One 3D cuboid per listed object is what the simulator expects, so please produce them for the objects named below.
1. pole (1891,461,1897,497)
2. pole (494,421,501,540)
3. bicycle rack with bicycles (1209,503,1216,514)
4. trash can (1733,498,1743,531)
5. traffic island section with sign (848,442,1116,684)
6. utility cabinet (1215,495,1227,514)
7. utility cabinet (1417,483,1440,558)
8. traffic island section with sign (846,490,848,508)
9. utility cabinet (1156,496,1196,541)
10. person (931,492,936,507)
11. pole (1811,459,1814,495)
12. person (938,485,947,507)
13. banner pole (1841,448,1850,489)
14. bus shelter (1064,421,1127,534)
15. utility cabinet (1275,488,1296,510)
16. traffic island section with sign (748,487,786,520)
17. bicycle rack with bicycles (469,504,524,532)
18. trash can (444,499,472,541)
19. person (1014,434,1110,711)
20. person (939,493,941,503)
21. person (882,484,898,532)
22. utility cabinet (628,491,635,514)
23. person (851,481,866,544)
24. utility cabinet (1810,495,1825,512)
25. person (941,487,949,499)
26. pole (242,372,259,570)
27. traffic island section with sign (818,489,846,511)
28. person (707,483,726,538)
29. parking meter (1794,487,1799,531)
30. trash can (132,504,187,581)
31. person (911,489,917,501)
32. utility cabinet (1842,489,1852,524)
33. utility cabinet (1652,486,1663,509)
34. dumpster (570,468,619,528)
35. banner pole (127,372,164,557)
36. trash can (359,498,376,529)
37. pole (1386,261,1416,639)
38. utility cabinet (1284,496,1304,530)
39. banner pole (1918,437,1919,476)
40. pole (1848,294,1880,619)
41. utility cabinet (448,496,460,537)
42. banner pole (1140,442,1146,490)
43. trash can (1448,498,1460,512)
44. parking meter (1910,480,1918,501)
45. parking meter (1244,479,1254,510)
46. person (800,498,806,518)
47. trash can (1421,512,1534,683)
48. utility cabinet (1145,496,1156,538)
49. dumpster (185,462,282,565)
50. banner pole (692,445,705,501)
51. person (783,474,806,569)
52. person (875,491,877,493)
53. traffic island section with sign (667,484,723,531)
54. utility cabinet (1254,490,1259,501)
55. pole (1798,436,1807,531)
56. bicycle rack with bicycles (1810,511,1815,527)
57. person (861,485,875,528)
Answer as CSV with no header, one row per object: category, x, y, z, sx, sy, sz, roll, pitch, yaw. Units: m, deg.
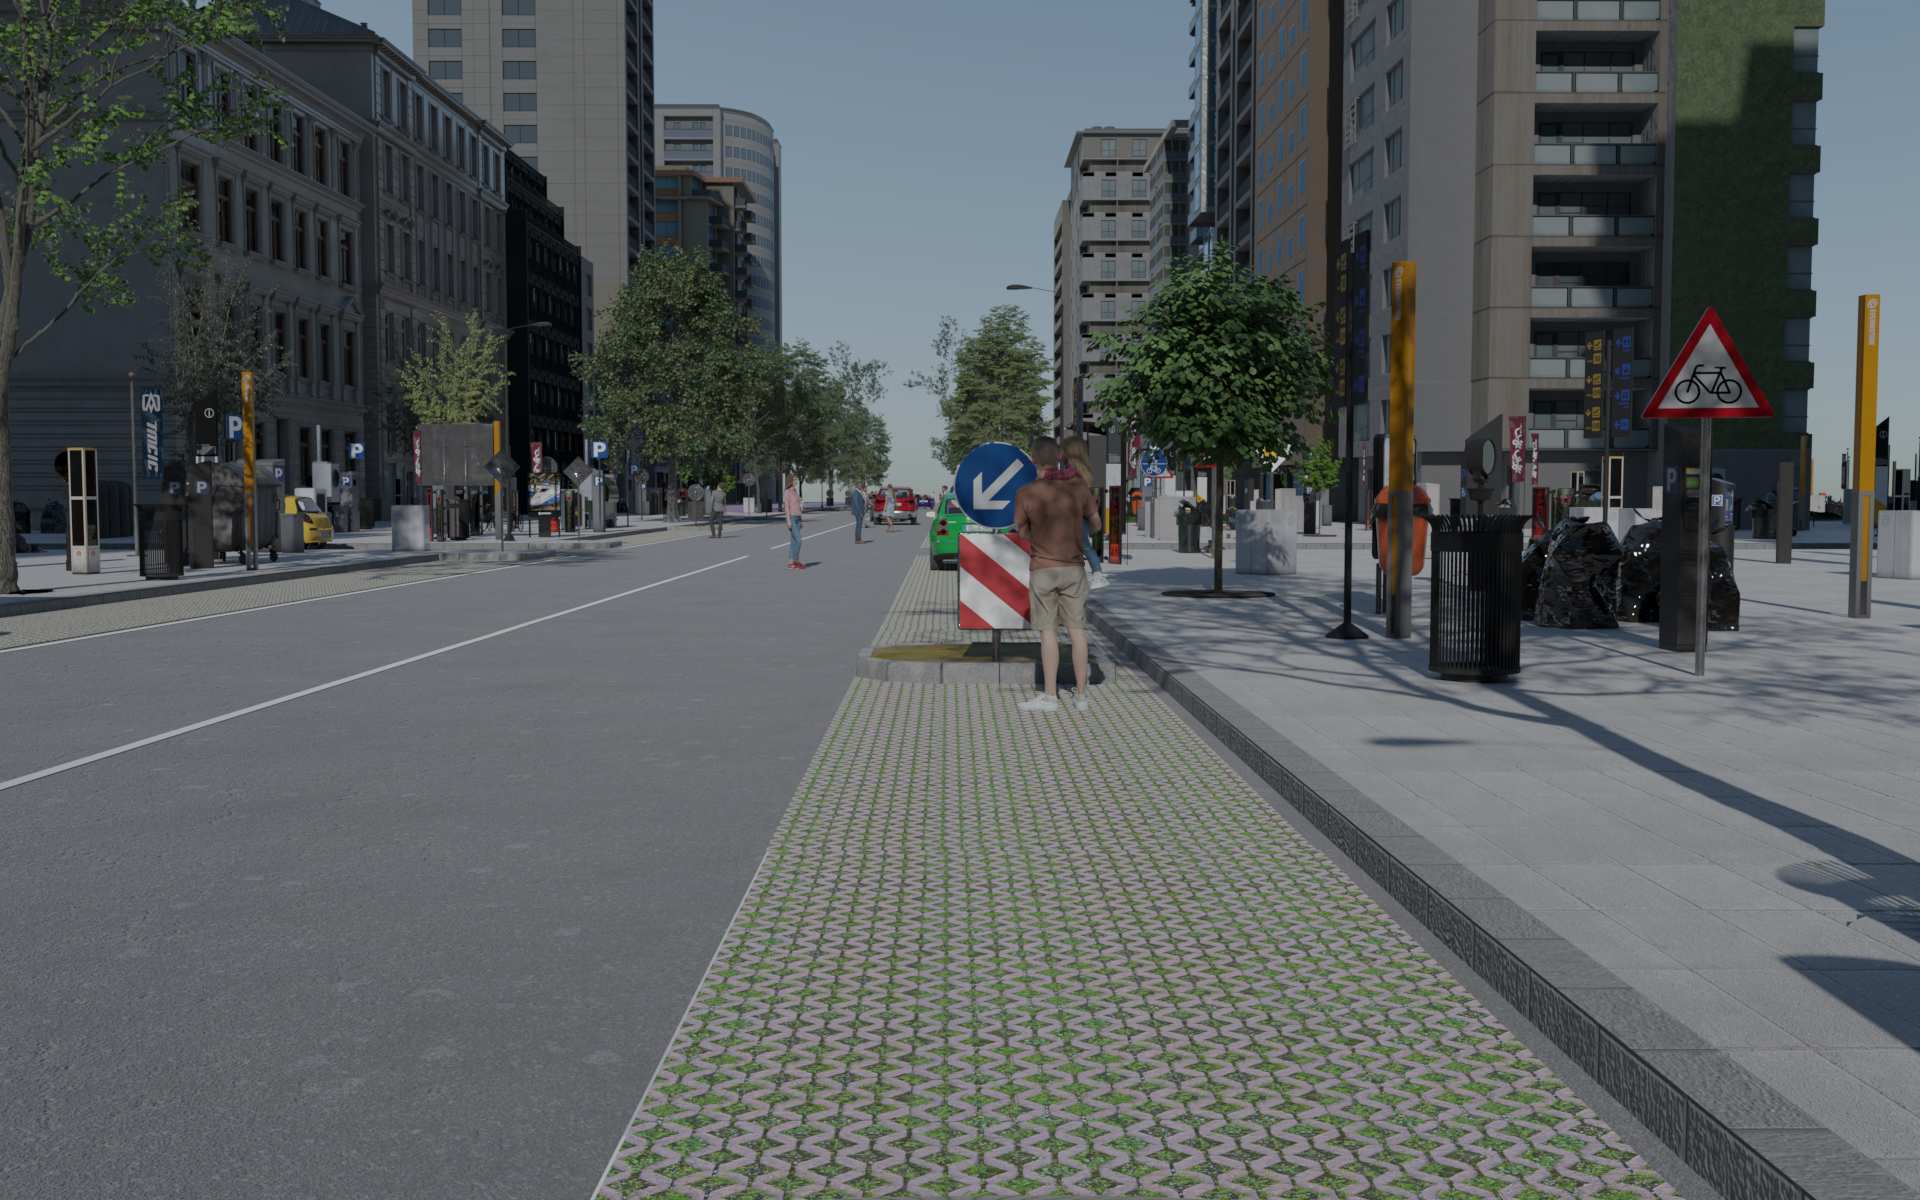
pole,57.552,-6.906,106.748,0.158,3.312,0.155,0,3,0
pole,-12.926,-3.342,48.485,0.158,3.312,0.155,0,3,0
bicycle rack with bicycles,13.491,-5.151,97.600,2.925,0.926,2.852,-1,4,-9
trash can,26.783,-2.966,60.150,0.748,1.137,0.748,0,3,0
traffic island section with sign,0.172,-0.323,13.915,1.989,1.847,2.006,0,4,0
utility cabinet,14.149,-4.966,92.358,1.020,1.237,0.306,2,4,29
utility cabinet,9.221,-1.593,34.727,0.318,1.500,1.173,-1,4,-11
traffic island section with sign,-11.137,-10.087,173.553,1.989,1.847,2.006,0,4,0
utility cabinet,5.983,-2.229,47.601,1.020,1.237,0.306,3,5,39
person,-2.985,-11.386,195.601,0.436,1.711,0.756,-1,4,-12
pole,49.440,-6.529,100.595,0.158,3.312,0.155,0,3,0
person,-0.579,-3.893,72.420,0.850,1.792,0.678,-1,4,-9
banner pole,48.018,-6.360,94.000,0.401,3.779,0.863,0,4,1
bus shelter,4.511,-4.088,58.114,1.731,3.624,6.357,0,4,0
utility cabinet,12.955,-3.691,69.028,0.318,1.500,1.173,3,4,38
traffic island section with sign,-10.595,-5.294,95.182,1.989,1.847,2.006,0,4,0
bicycle rack with bicycles,-16.210,-2.784,58.906,2.852,0.926,2.925,-1,4,-23
trash can,-13.905,-2.223,47.997,0.748,1.137,0.748,0,3,0
person,0.687,-0.185,11.505,0.573,1.828,0.580,2,4,31
person,-2.981,-15.572,264.578,0.415,1.643,0.593,1,4,18
person,-2.574,-3.435,64.763,0.616,1.811,0.778,-2,4,-29
utility cabinet,-20.866,-6.316,111.953,1.173,1.500,0.318,0,4,7
person,-2.923,-2.521,49.906,0.419,1.800,0.721,0,4,-5
utility cabinet,46.963,-5.138,95.170,1.020,1.237,0.306,0,4,-2
person,-0.673,-4.633,84.210,0.622,1.834,0.822,2,4,34
pole,-11.908,-2.153,29.047,0.158,3.312,0.155,0,3,0
traffic island section with sign,-10.946,-8.439,146.599,1.989,1.847,2.006,0,4,0
person,-7.875,-2.900,56.094,0.592,1.802,0.473,-1,4,-21
parking meter,27.610,-3.002,57.487,0.372,1.533,0.369,0,3,0
trash can,-11.919,-0.867,25.835,0.748,1.137,0.748,0,3,0
person,-3.346,-6.826,120.374,0.678,1.792,0.850,-1,4,-13
utility cabinet,37.955,-3.942,73.128,1.173,1.500,0.318,1,4,14
utility cabinet,20.276,-2.475,49.137,1.173,1.500,0.318,1,4,23
dumpster,-13.681,-3.809,64.766,1.502,2.255,1.985,0,4,0
banner pole,-16.833,-2.800,35.798,0.401,3.779,0.863,3,4,38
trash can,-21.644,-3.146,63.088,0.748,1.137,0.748,0,3,0
pole,3.904,-1.314,15.321,0.158,3.312,0.155,0,3,0
utility cabinet,11.928,-3.093,61.733,0.306,1.237,1.020,3,5,44
banner pole,41.630,-5.193,74.922,0.401,3.779,0.863,0,4,-3
pole,9.302,-1.466,17.817,0.158,3.312,0.155,0,3,0
utility cabinet,-15.095,-2.480,51.717,0.306,1.237,1.020,-1,4,-14
banner pole,8.807,-5.715,83.458,0.401,3.779,0.863,-1,4,-22
trash can,17.297,-2.960,60.046,0.748,1.137,0.748,0,3,0
parking meter,39.582,-4.041,71.782,0.399,1.863,0.255,-2,4,-30
parking meter,11.134,-3.731,66.719,0.255,1.863,0.399,-1,4,-18
person,-9.515,-5.523,103.810,0.505,1.210,0.382,-2,4,-26
trash can,3.555,-0.018,11.941,0.748,1.137,0.748,0,3,0
utility cabinet,5.947,-2.442,51.082,1.020,1.237,0.306,3,5,42
dumpster,-13.552,-1.616,32.176,1.264,1.857,1.865,0,4,0
banner pole,-13.374,-6.017,88.388,0.863,3.779,0.401,1,4,13
person,-3.170,-1.499,33.022,0.388,1.821,0.555,1,4,11
person,-9.947,-12.083,206.066,0.705,1.823,1.348,2,4,35
traffic island section with sign,-10.411,-3.645,68.227,1.989,1.847,2.006,0,4,0
utility cabinet,14.303,-4.655,84.793,0.318,1.500,1.173,0,4,-6
pole,29.428,-4.076,60.485,0.158,3.312,0.155,0,3,0
bicycle rack with bicycles,32.759,-3.402,69.010,2.852,0.926,2.925,1,4,16
person,-4.044,-3.923,72.918,0.850,1.792,0.678,3,5,40
